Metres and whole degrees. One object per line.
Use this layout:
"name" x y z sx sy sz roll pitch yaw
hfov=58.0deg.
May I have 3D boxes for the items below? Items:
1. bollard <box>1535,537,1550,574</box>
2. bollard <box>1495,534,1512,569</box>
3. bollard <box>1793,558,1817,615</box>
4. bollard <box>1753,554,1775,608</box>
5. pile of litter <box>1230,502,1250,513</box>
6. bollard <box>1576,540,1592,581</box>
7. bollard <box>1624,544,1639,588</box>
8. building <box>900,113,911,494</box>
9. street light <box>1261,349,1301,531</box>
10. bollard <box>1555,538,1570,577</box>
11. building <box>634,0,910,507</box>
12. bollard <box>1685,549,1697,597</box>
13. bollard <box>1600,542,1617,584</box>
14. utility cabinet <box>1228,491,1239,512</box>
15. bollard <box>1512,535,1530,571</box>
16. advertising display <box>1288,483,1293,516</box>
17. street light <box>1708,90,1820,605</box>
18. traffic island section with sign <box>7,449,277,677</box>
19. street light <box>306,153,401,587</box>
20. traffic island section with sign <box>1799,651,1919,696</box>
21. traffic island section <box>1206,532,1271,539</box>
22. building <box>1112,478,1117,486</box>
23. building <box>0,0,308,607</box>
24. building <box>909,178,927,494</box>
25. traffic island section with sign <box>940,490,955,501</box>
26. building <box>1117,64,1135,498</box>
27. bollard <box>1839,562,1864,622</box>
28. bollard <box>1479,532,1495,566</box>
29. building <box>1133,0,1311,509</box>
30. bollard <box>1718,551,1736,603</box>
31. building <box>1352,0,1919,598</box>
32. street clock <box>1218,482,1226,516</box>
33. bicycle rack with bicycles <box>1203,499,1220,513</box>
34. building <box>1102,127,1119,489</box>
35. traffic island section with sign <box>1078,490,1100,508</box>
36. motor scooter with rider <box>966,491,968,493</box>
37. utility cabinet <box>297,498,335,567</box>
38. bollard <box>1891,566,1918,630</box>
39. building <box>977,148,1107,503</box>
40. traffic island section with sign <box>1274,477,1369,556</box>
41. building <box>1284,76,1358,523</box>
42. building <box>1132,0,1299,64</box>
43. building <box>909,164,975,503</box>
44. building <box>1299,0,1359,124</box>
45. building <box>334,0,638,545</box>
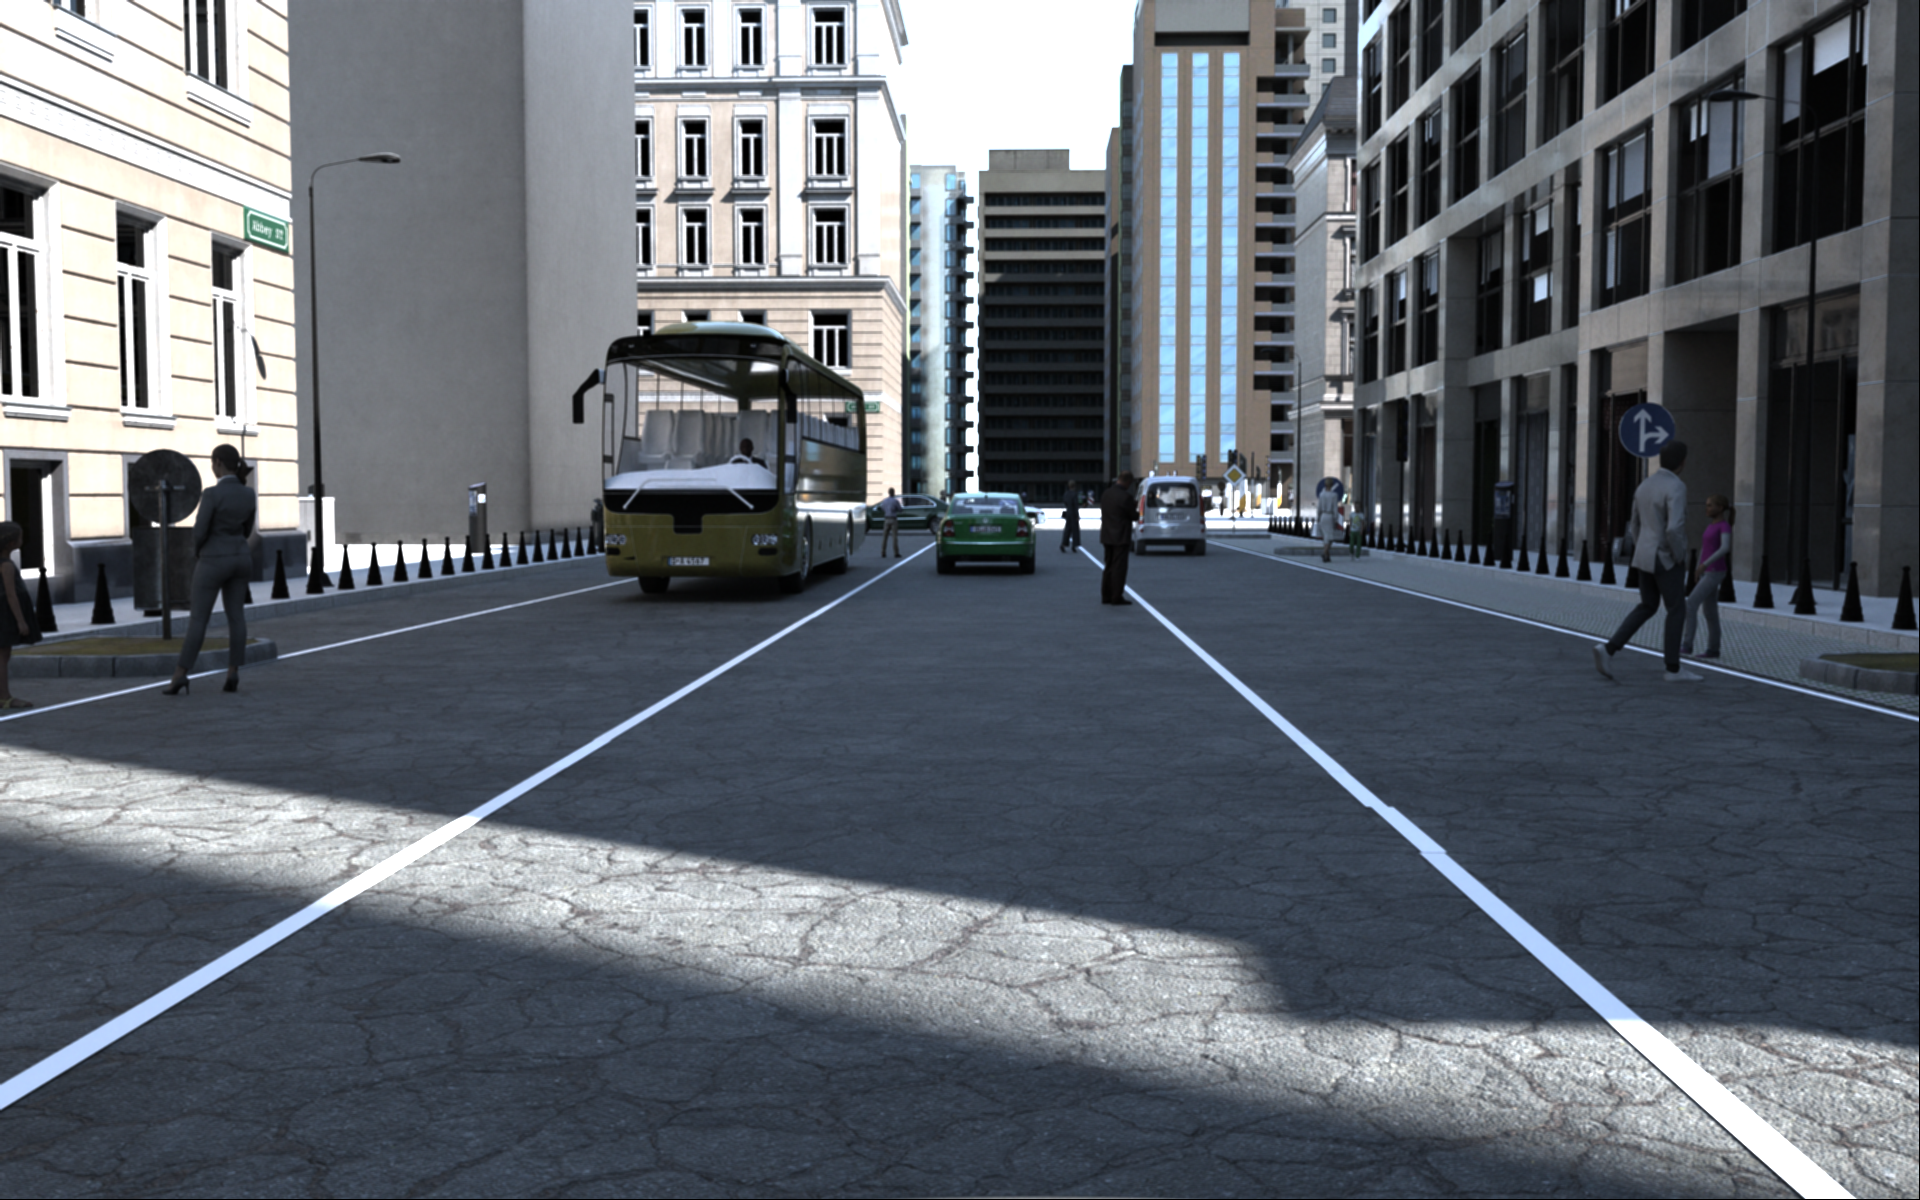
"bollard" 9.350 -0.719 27.791 0.229 0.601 0.229 0 3 0
"bollard" 9.420 -0.846 29.874 0.229 0.601 0.229 0 3 0
"bollard" 9.036 -0.150 18.502 0.229 0.601 0.229 0 3 0
"bollard" 9.072 -0.214 19.535 0.229 0.601 0.229 0 3 0
"pile of litter" 19.351 -6.412 118.808 1.176 0.858 1.719 -3 5 -41
"bollard" 9.280 -0.593 25.738 0.229 0.601 0.229 0 3 0
"bollard" 9.209 -0.467 23.677 0.229 0.601 0.229 0 3 0
"building" -12.654 -30.419 180.951 14.154 41.232 14.086 0 4 2
"street light" 10.311 -5.071 55.452 1.470 5.913 1.316 0 4 2
"bollard" 9.316 -0.656 26.765 0.229 0.601 0.229 0 3 0
"building" -12.876 -18.194 83.369 20.117 28.700 13.634 0 4 2
"bollard" 9.146 -0.340 21.605 0.229 0.601 0.229 0 3 0
"bollard" 9.251 -0.530 24.703 0.229 0.601 0.229 0 3 0
"utility cabinet" 19.831 -7.083 124.486 1.173 1.500 0.318 -2 4 -32
"bollard" 9.384 -0.782 28.828 0.229 0.601 0.229 0 3 0
"advertising display" 19.840 -5.979 102.968 0.123 1.923 0.974 -2 4 -25
"street light" 9.295 -2.906 20.056 1.470 5.913 1.316 0 4 2
"traffic island section with sign" -6.919 -0.361 14.523 1.989 1.847 2.006 0 4 2
"street light" -8.318 -3.134 23.777 1.470 5.913 1.316 0 4 2
"traffic island section with sign" 7.516 -0.266 12.975 1.989 1.847 2.006 0 4 2
"traffic island section" 8.975 -2.102 56.649 2.009 0.180 2.903 0 4 2
"building" 33.001 -30.295 187.196 32.217 40.220 23.993 0 4 2
"building" -16.673 -14.106 16.534 13.634 28.700 20.117 0 4 2
"building" -18.875 -33.595 203.905 28.867 44.769 22.147 0 4 2
"traffic island section with sign" -1.596 -10.035 172.704 1.989 1.847 2.006 0 4 2
"building" 22.298 -29.646 168.305 14.154 41.232 14.086 0 4 2
"bollard" 9.003 -0.087 17.465 0.229 0.601 0.229 0 3 0
"bollard" 9.452 -0.910 30.917 0.229 0.601 0.229 0 3 0
"building" 22.661 -30.822 154.043 14.600 45.320 14.200 0 4 2
"bollard" 9.105 -0.276 20.561 0.229 0.601 0.229 0 3 0
"building" 21.548 -14.238 37.312 19.350 26.468 34.151 0 4 2
"street clock" 15.276 -5.900 101.030 0.471 2.002 0.358 2 4 27
"bicycle rack with bicycles" 16.963 -6.487 119.436 2.852 0.926 2.925 -3 4 -37
"building" 24.489 -34.030 206.496 14.600 45.320 14.200 0 4 2
"traffic island section with sign" 12.880 -10.026 172.547 1.989 1.847 2.006 0 4 2
"motor scooter with rider" 0.643 -10.109 174.254 0.876 1.779 1.986 0 4 3
"utility cabinet" -11.567 -1.191 30.636 1.020 1.237 0.306 1 4 22
"bollard" 8.969 -0.024 16.429 0.229 0.601 0.229 0 3 0
"building" 13.281 -38.031 245.512 21.600 48.544 21.300 0 4 2
"traffic island section with sign" 8.448 -1.961 40.688 1.989 1.847 2.006 0 4 2
"building" 17.733 -14.101 81.459 40.483 20.767 10.553 0 4 2
"building" 34.911 -49.242 243.361 20.611 71.187 20.563 0 4 2
"building" -13.037 -38.474 248.658 30.456 49.044 23.786 0 4 2
"building" 46.875 -46.709 201.948 20.611 71.187 20.563 0 4 2
"building" -22.372 -15.682 49.903 24.014 27.812 14.314 0 4 2
